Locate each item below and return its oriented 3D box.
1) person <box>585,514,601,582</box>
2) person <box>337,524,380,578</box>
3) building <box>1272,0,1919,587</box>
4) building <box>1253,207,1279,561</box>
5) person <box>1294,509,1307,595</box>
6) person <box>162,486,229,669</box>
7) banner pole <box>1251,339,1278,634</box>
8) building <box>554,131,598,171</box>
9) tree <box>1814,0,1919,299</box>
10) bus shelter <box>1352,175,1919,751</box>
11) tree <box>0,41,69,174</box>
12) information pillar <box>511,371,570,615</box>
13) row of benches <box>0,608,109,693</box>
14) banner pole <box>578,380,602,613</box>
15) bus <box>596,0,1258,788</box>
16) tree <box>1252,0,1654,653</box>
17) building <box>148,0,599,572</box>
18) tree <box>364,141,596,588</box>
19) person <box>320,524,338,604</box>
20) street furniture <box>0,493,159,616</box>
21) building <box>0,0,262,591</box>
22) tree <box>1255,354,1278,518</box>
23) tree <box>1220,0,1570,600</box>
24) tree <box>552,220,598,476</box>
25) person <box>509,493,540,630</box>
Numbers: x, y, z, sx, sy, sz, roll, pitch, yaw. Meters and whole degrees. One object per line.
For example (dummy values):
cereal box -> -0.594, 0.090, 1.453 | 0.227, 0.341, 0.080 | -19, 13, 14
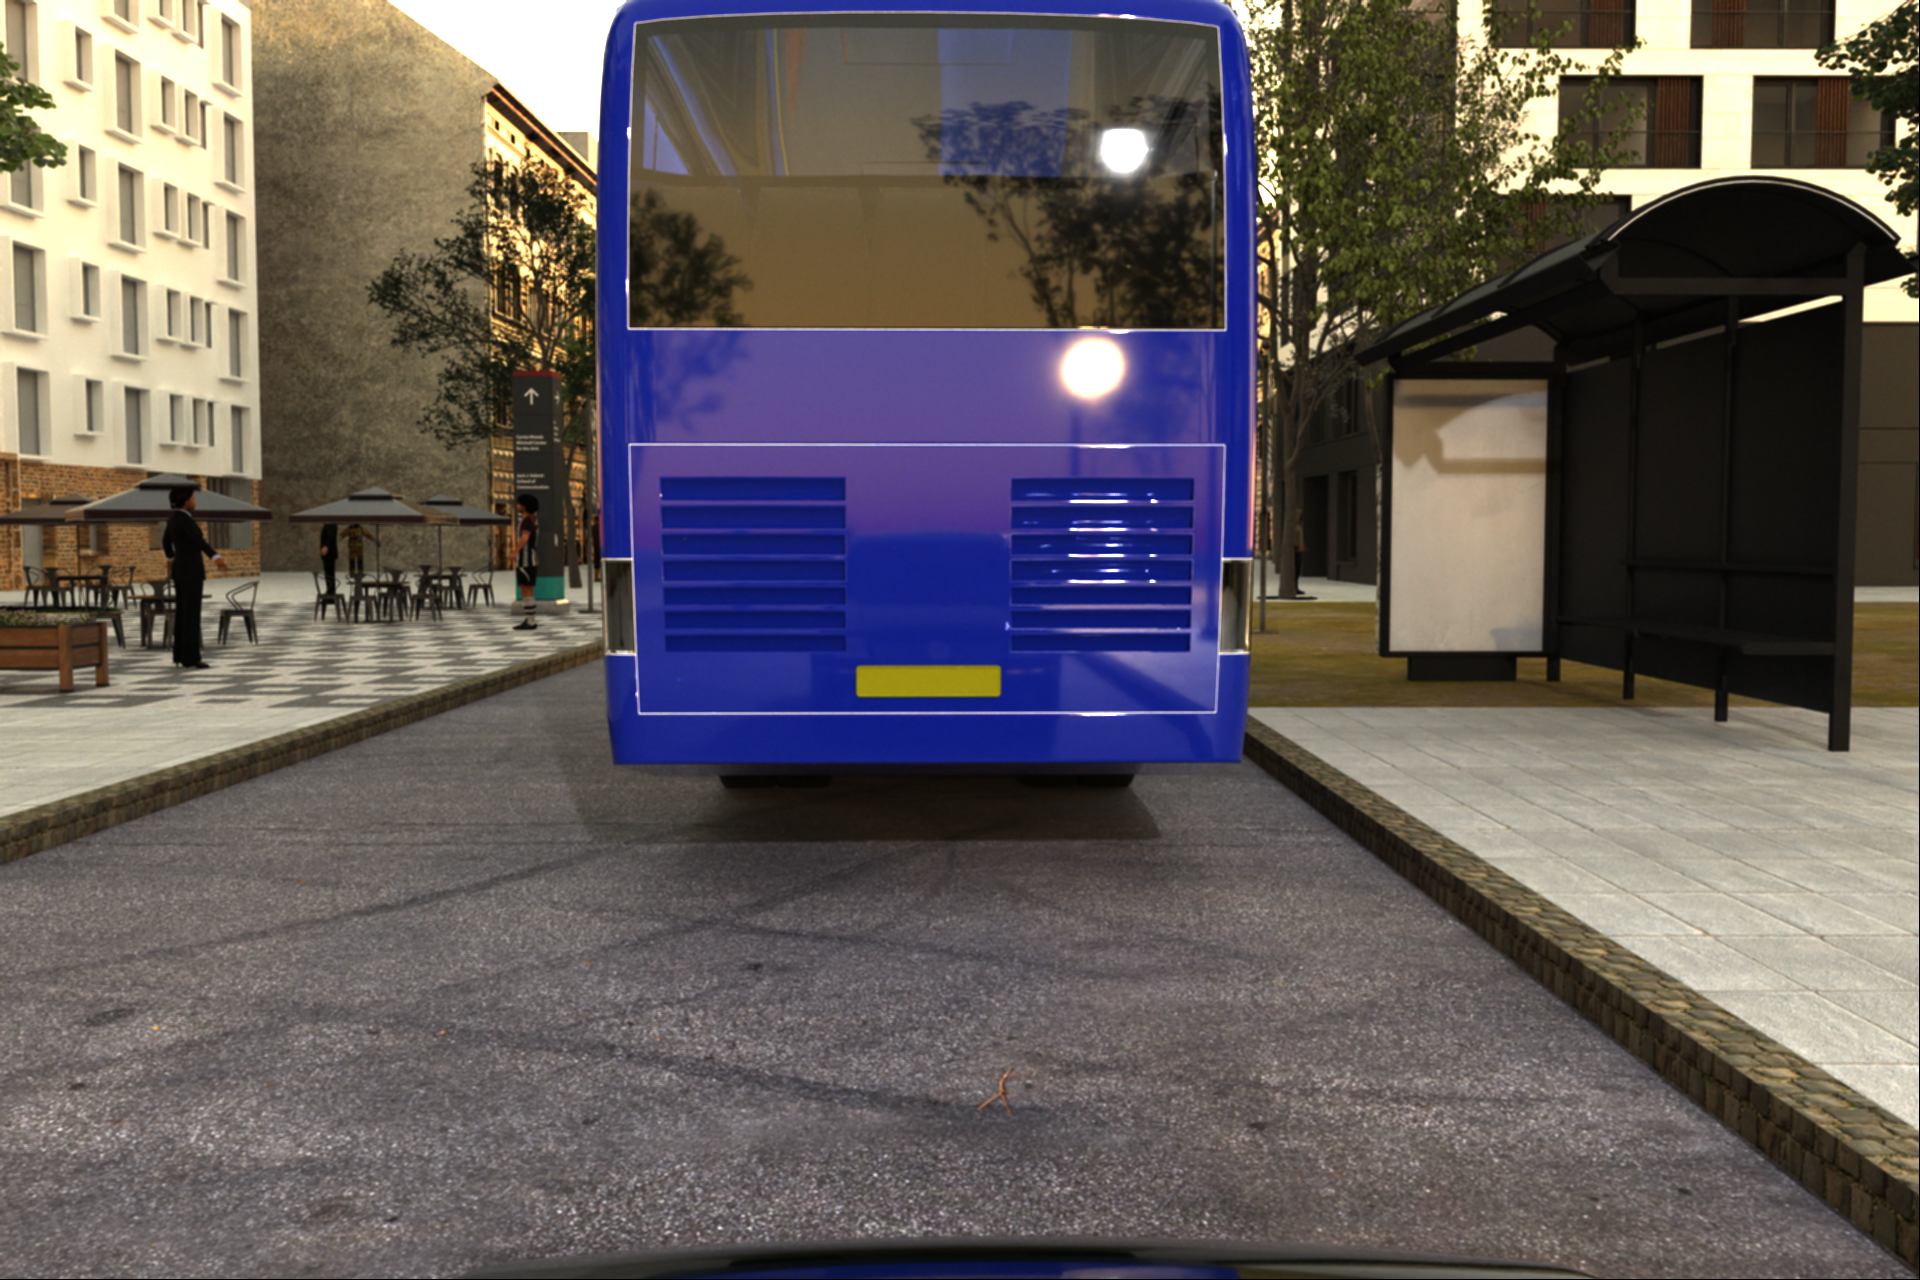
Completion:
person -> -9.673, -2.475, 46.600 | 1.346, 1.812, 0.704 | 3, 4, 38
person -> -17.743, -2.759, 50.874 | 1.354, 1.858, 0.705 | -2, 4, -29
building -> 24.113, -13.083, 57.888 | 27.936, 21.610, 32.646 | 0, 4, 0
building -> 24.210, -15.665, 87.054 | 19.493, 23.208, 18.063 | 0, 4, 0
person -> 7.187, -1.880, 36.863 | 0.705, 1.813, 1.348 | 1, 4, 19
person -> -7.355, -0.607, 16.648 | 1.216, 1.740, 0.721 | 3, 5, 44
banner pole -> 3.930, -1.965, 22.150 | 0.401, 3.779, 0.863 | 0, 4, 0
building -> -24.803, -13.793, 91.977 | 16.747, 18.905, 31.486 | 0, 4, -1
tree -> 13.199, -6.712, 16.396 | 9.857, 13.997, 8.962 | 0, 3, 0
bus shelter -> 4.474, -1.141, 12.576 | 2.014, 3.302, 5.546 | 0, 4, 0
tree -> -8.759, -5.539, 8.684 | 7.486, 12.596, 7.792 | 0, 3, 0
information pillar -> -6.754, -2.349, 27.786 | 0.750, 3.857, 0.750 | 0, 4, 2
row of benches -> -9.246, 0.068, 14.350 | 4.104, 0.672, 1.422 | 0, 4, 2
banner pole -> -6.039, -2.351, 28.458 | 0.401, 3.779, 0.863 | 0, 4, 1
bus -> -0.245, -1.288, 12.610 | 2.896, 3.916, 12.251 | 0, 4, -1
tree -> 4.667, -4.152, 18.248 | 4.737, 8.622, 4.395 | 0, 3, 0
building -> -24.959, -14.431, 66.871 | 19.493, 23.208, 18.063 | 0, 4, 1
tree -> -9.390, -6.531, 41.192 | 7.601, 10.594, 8.767 | 3, 5, 43
person -> -11.578, -1.560, 31.695 | 0.705, 1.806, 1.347 | -1, 4, -21
street furniture -> -26.605, -1.092, 22.883 | 27.439, 1.986, 14.083 | 0, 4, -7
building -> -26.319, -11.203, 39.594 | 16.016, 20.090, 11.380 | 0, 4, 0
tree -> 6.837, -6.027, 48.902 | 4.737, 8.622, 4.395 | 0, 3, 0
tree -> 6.521, -7.533, 33.542 | 12.009, 13.543, 11.850 | 0, 3, 0
tree -> -8.945, -8.271, 53.365 | 7.486, 12.596, 7.792 | 0, 3, 0
person -> -5.843, -1.047, 23.257 | 0.704, 1.843, 1.345 | 0, 4, -6
